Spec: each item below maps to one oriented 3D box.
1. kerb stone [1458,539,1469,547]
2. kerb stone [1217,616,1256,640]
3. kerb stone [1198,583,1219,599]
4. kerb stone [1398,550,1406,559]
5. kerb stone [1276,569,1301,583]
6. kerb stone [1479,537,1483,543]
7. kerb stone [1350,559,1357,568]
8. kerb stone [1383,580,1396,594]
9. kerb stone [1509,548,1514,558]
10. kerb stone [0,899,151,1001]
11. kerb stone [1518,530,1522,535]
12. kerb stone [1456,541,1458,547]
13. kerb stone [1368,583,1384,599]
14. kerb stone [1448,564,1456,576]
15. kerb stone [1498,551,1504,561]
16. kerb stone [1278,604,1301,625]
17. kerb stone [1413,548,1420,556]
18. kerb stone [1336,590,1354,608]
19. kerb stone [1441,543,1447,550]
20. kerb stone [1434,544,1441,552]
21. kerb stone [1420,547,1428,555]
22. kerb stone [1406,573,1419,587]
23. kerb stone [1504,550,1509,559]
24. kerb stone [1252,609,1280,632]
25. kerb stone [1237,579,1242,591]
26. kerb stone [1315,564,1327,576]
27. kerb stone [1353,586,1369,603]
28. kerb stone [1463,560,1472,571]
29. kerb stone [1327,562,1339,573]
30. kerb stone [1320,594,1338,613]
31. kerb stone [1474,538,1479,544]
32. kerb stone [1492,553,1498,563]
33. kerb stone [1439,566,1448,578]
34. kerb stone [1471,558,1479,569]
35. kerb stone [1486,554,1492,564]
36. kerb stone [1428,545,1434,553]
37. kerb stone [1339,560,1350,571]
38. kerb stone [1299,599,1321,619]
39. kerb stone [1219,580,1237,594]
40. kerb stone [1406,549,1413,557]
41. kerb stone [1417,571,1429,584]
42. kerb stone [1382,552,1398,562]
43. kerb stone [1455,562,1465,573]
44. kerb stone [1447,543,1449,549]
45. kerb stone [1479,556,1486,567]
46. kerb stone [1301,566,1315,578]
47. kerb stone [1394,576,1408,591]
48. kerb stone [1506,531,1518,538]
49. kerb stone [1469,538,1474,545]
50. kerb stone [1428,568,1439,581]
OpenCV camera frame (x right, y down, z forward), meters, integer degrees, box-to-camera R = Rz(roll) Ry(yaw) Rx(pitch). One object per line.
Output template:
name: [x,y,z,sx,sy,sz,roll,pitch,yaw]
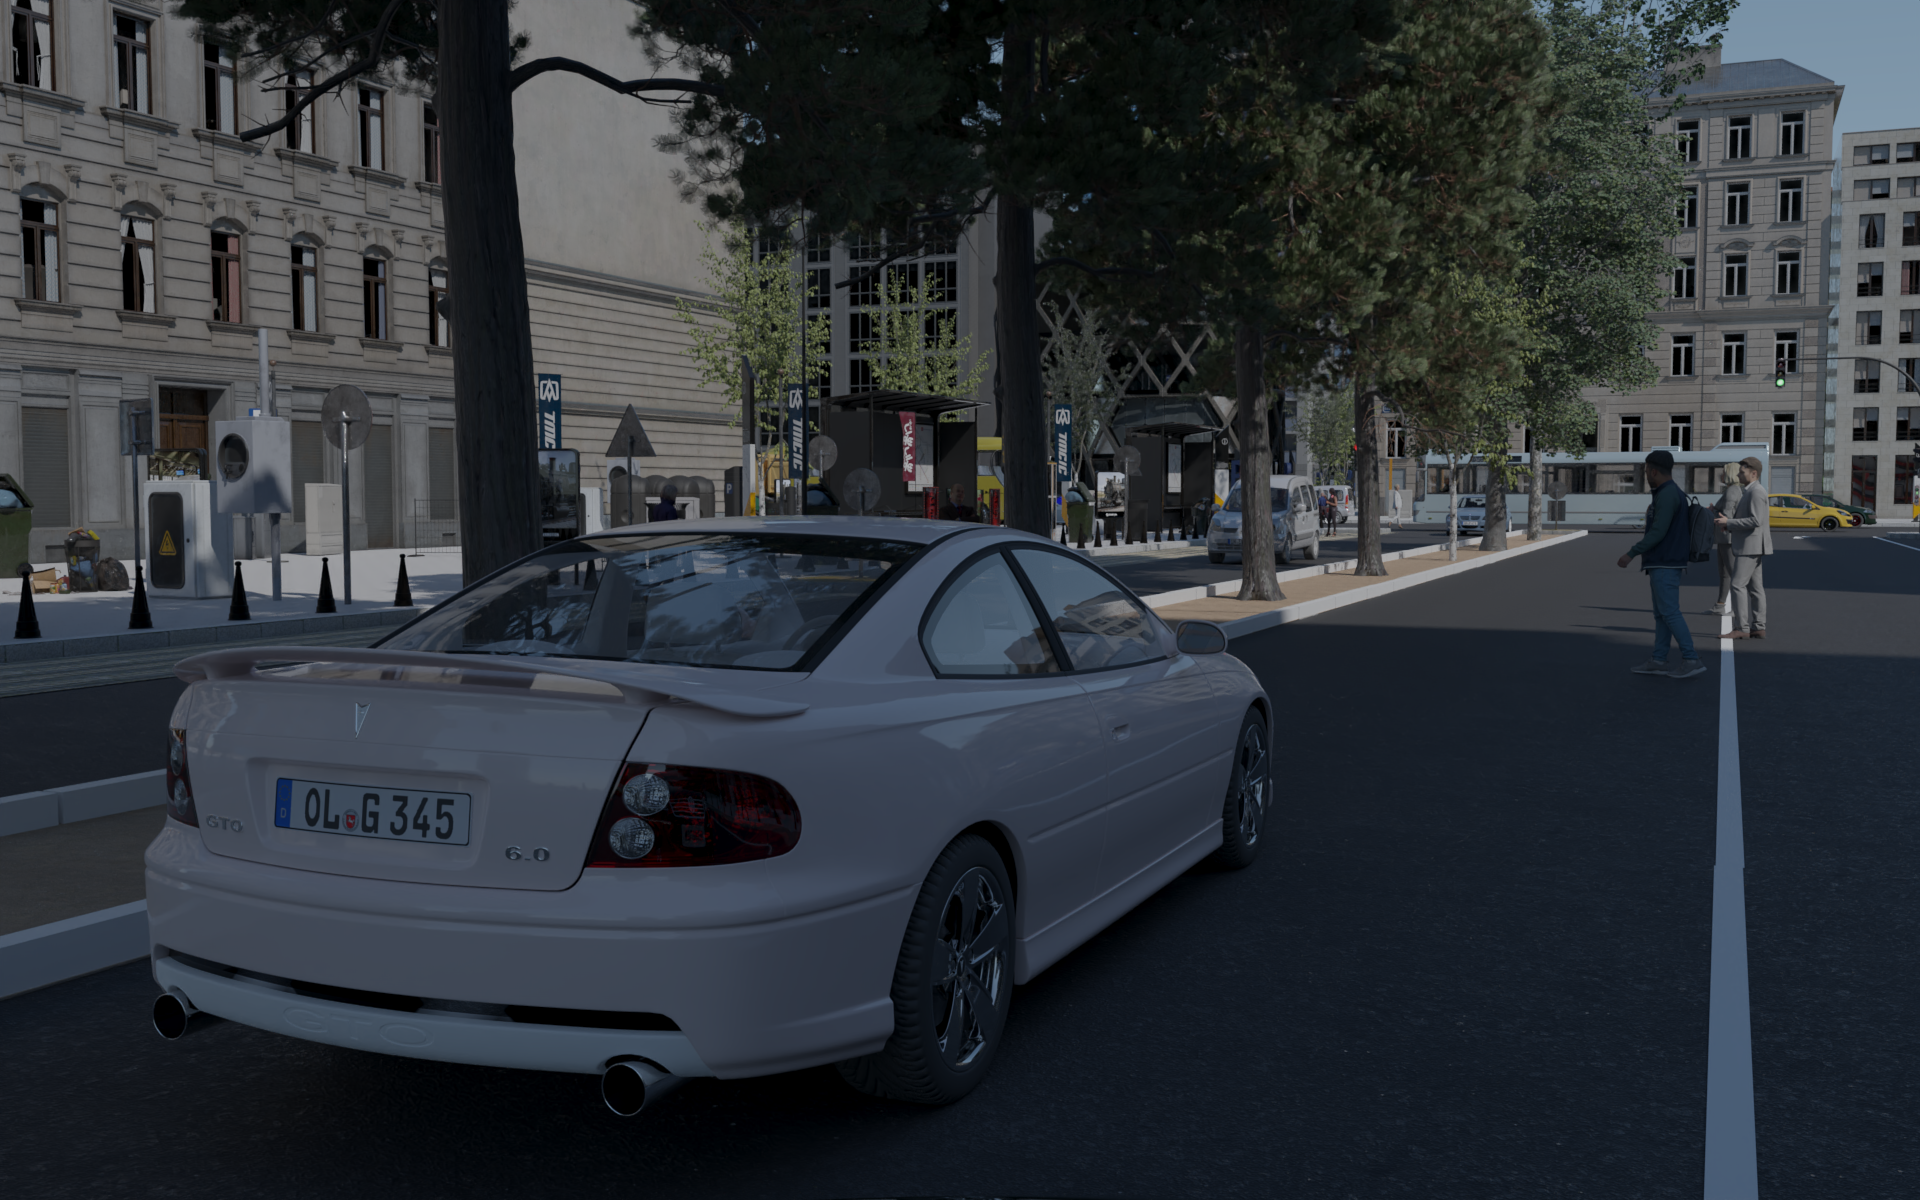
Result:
kerb stone: [13.738,-1.544,47.434,0.120,0.150,1.000,2,4,24]
kerb stone: [2.775,0.291,17.437,0.120,0.150,1.000,2,4,24]
kerb stone: [3.354,-0.106,23.935,0.120,0.150,1.000,2,4,24]
kerb stone: [9.589,-0.969,38.045,0.120,0.150,1.000,2,4,24]
kerb stone: [5.430,-0.394,28.643,0.120,0.150,1.000,2,4,24]
kerb stone: [14.979,-1.716,50.248,0.120,0.150,1.000,2,4,24]
kerb stone: [7.505,-0.682,33.342,0.120,0.150,1.000,2,4,24]
kerb stone: [6.095,-0.161,24.953,0.120,0.150,1.000,2,4,24]
kerb stone: [12.321,-1.030,39.041,0.120,0.150,1.000,2,4,24]
kerb stone: [-2.634,1.038,5.217,0.120,0.150,1.000,2,4,24]
kerb stone: [19.148,-2.292,59.668,0.120,0.150,1.000,2,4,24]
kerb stone: [12.908,-1.428,45.560,0.120,0.150,1.000,2,4,24]
kerb stone: [5.684,-0.111,24.010,0.120,0.150,1.000,2,4,24]
kerb stone: [8.587,-0.511,30.589,0.120,0.150,1.000,2,4,24]
kerb stone: [11.494,-0.911,37.166,0.120,0.150,1.000,2,4,24]
kerb stone: [3.600,0.178,19.319,0.120,0.150,1.000,2,4,24]
kerb stone: [10.408,-1.077,39.924,0.120,0.150,1.000,2,4,24]
kerb stone: [4.848,0.005,22.136,0.120,0.150,1.000,2,4,24]
kerb stone: [12.077,-1.314,43.684,0.120,0.150,1.000,2,4,24]
kerb stone: [11.665,-1.255,42.746,0.120,0.150,1.000,2,4,24]
kerb stone: [10.832,-1.140,40.863,0.120,0.150,1.000,2,4,24]
kerb stone: [6.926,-0.284,26.837,0.120,0.150,1.000,2,4,24]
kerb stone: [11.908,-0.973,38.103,0.120,0.150,1.000,2,4,24]
kerb stone: [3.187,0.233,18.380,0.120,0.150,1.000,2,4,24]
kerb stone: [4.182,-0.222,25.827,0.120,0.150,1.000,2,4,24]
kerb stone: [6.266,-0.509,30.524,0.120,0.150,1.000,2,4,24]
kerb stone: [5.261,-0.053,23.076,0.120,0.150,1.000,2,4,24]
kerb stone: [9.416,-0.626,32.464,0.120,0.150,1.000,2,4,24]
kerb stone: [6.674,-0.567,31.464,0.120,0.150,1.000,2,4,24]
kerb stone: [4.429,0.066,21.194,0.120,0.150,1.000,2,4,24]
kerb stone: [14.567,-1.656,49.309,0.120,0.150,1.000,2,4,24]
kerb stone: [11.084,-0.858,36.218,0.120,0.150,1.000,2,4,24]
kerb stone: [8.169,-0.456,29.653,0.120,0.150,1.000,2,4,24]
kerb stone: [9.830,-0.685,33.402,0.120,0.150,1.000,2,4,24]
kerb stone: [10.662,-0.799,35.282,0.120,0.150,1.000,2,4,24]
kerb stone: [11.241,-1.196,41.803,0.120,0.150,1.000,2,4,24]
kerb stone: [7.093,-0.624,32.404,0.120,0.150,1.000,2,4,24]
kerb stone: [4.024,0.119,20.251,0.120,0.150,1.000,2,4,24]
kerb stone: [3.757,-0.164,24.879,0.120,0.150,1.000,2,4,24]
kerb stone: [10.002,-1.027,38.983,0.120,0.150,1.000,2,4,24]
kerb stone: [7.340,-0.341,27.778,0.120,0.150,1.000,2,4,24]
kerb stone: [9.174,-0.912,37.103,0.120,0.150,1.000,2,4,24]
kerb stone: [9.005,-0.570,31.524,0.120,0.150,1.000,2,4,24]
kerb stone: [12.501,-1.371,44.619,0.120,0.150,1.000,2,4,24]
kerb stone: [10.253,-0.743,34.335,0.120,0.150,1.000,2,4,24]
kerb stone: [5.849,-0.450,29.579,0.120,0.150,1.000,2,4,24]
kerb stone: [6.514,-0.220,25.893,0.120,0.150,1.000,2,4,24]
kerb stone: [18.730,-2.234,58.721,0.120,0.150,1.000,2,4,24]
kerb stone: [14.153,-1.596,48.372,0.120,0.150,1.000,2,4,24]
kerb stone: [7.756,-0.399,28.715,0.120,0.150,1.000,2,4,24]
